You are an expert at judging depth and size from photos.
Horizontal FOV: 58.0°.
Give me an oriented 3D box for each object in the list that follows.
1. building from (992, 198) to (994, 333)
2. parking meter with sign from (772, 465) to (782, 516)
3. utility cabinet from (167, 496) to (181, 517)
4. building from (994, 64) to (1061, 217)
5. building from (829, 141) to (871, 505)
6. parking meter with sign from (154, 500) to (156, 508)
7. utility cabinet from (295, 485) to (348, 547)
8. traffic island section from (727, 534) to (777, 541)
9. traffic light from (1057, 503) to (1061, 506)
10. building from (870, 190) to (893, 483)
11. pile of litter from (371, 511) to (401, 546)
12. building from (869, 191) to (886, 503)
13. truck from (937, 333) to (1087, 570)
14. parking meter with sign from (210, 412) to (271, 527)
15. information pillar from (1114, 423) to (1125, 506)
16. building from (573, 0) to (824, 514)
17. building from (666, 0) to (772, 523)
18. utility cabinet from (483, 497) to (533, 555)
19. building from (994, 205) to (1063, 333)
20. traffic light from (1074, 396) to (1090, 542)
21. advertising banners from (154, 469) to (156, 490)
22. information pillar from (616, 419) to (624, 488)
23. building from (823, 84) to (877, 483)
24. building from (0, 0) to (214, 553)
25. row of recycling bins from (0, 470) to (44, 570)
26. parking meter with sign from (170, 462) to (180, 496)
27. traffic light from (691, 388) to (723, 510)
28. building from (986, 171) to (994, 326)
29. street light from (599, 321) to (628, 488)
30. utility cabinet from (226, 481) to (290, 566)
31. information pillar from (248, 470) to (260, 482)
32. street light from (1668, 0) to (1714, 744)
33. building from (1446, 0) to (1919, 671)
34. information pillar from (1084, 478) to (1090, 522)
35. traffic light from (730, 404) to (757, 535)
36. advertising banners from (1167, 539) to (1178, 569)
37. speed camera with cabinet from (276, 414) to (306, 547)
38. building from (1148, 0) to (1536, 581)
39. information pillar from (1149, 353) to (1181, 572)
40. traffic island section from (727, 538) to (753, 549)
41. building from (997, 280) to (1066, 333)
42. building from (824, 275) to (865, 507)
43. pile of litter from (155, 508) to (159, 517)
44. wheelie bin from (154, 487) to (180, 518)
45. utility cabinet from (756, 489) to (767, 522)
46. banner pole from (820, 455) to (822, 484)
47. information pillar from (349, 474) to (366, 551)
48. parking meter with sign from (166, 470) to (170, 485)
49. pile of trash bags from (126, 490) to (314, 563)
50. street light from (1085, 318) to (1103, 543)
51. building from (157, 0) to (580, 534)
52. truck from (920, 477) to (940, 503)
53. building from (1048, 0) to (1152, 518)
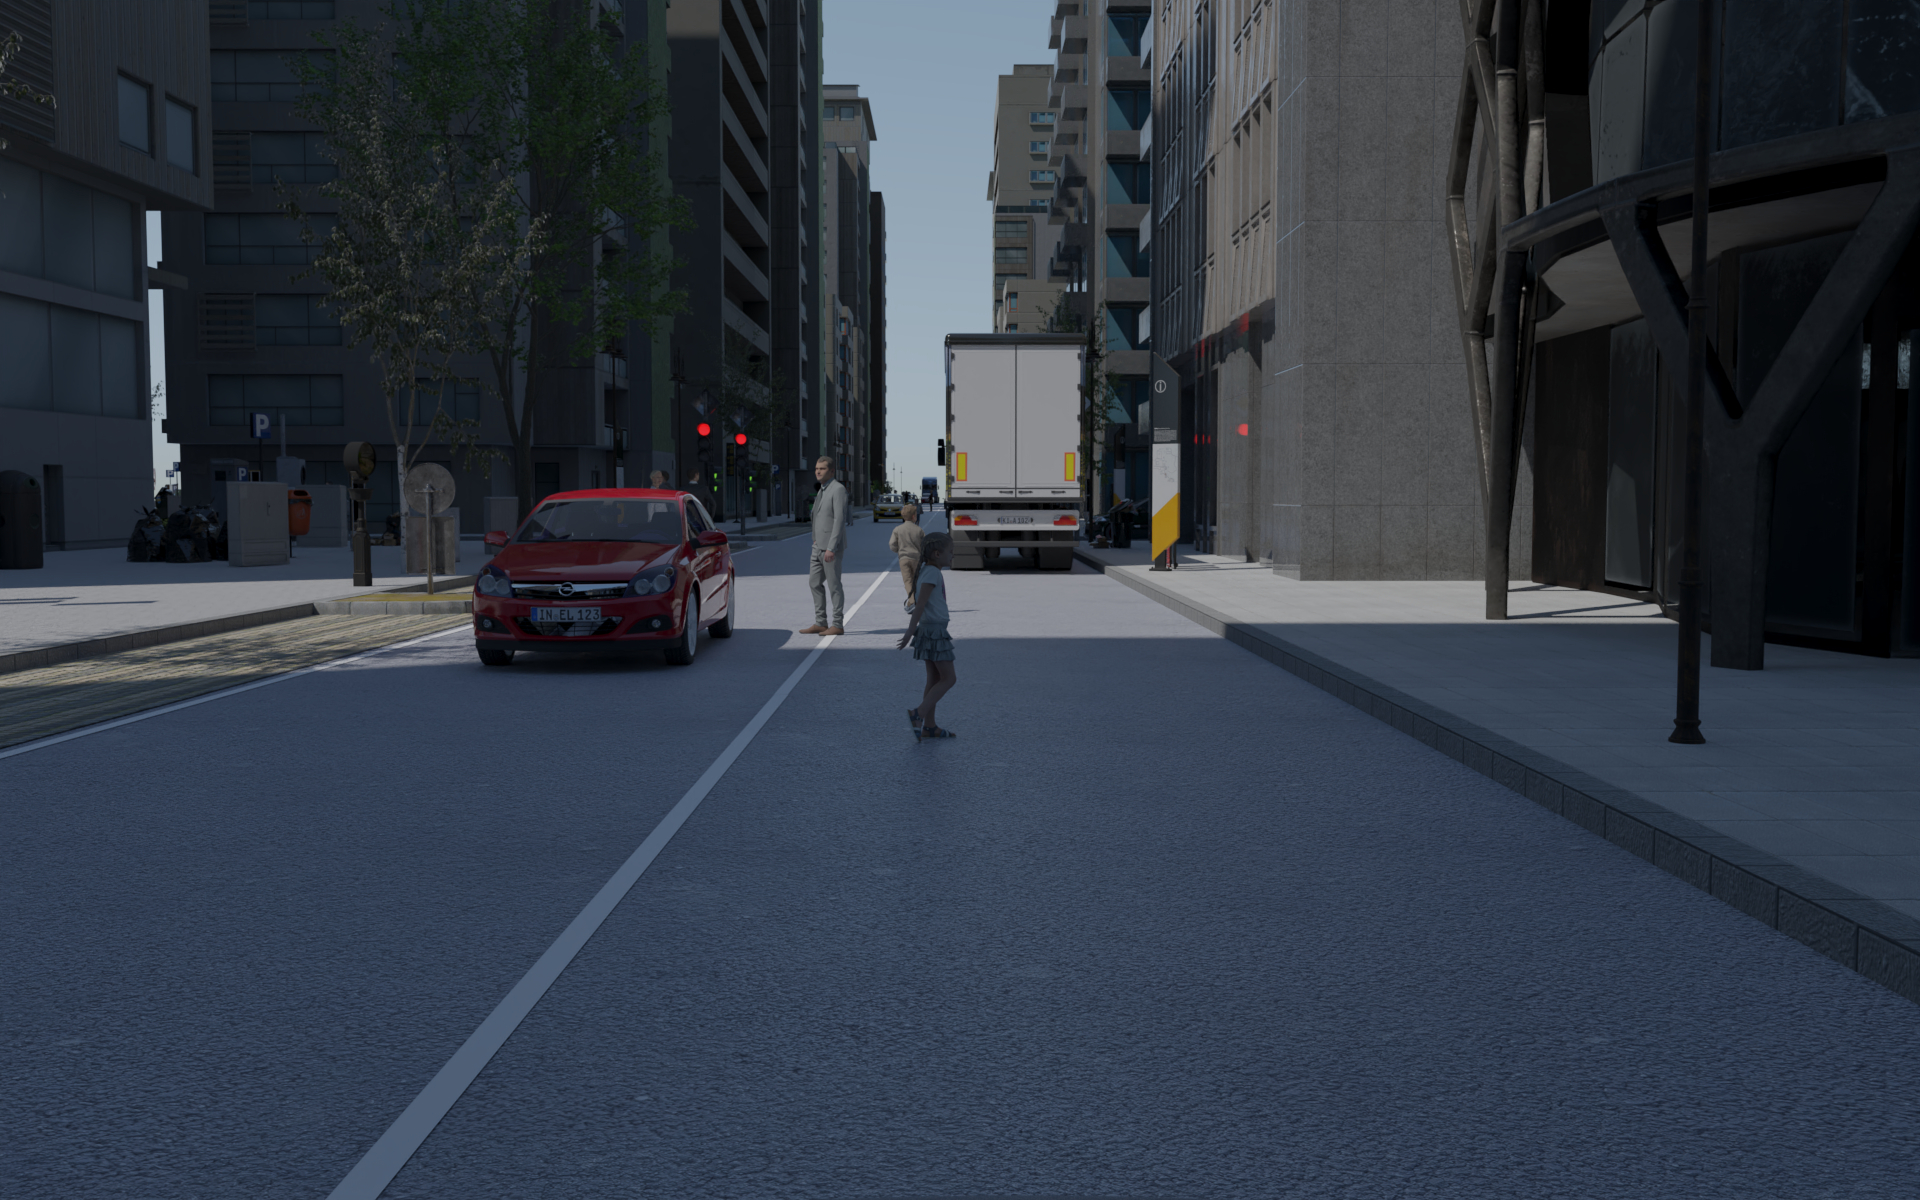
[{"bbox_3d":[15.822,-38.211,244.352,23.786,49.044,30.456,0,4,0],"label":"building"},{"bbox_3d":[-10.795,-6.469,102.030,0.543,3.016,1.738,-1,4,-14],"label":"parking meter with sign"},{"bbox_3d":[-33.519,-3.876,74.535,1.020,1.237,0.306,-1,4,-10],"label":"utility cabinet"},{"bbox_3d":[14.638,-34.798,192.650,21.300,48.544,21.600,0,4,0],"label":"building"},{"bbox_3d":[-17.505,-31.271,194.875,14.154,41.232,14.086,0,4,0],"label":"building"},{"bbox_3d":[-53.532,-7.183,113.695,0.543,3.016,1.738,1,4,19],"label":"parking meter with sign"},{"bbox_3d":[-15.393,-2.024,41.766,1.173,1.500,0.318,1,4,10],"label":"utility cabinet"},{"bbox_3d":[-6.793,-1.943,54.048,2.009,0.180,2.903,0,4,0],"label":"traffic island section"},{"bbox_3d":[3.058,-3.979,53.971,0.839,4.253,0.868,0,4,0],"label":"traffic light"},{"bbox_3d":[-22.794,-39.858,271.281,23.786,49.044,30.456,0,4,0],"label":"building"},{"bbox_3d":[-14.292,-1.785,43.144,1.176,0.858,1.719,-2,4,-30],"label":"pile of litter"},{"bbox_3d":[-17.847,-36.637,249.129,14.600,45.320,14.200,0,4,0],"label":"building"},{"bbox_3d":[0.928,-2.867,35.783,2.839,4.237,11.283,0,4,0],"label":"truck"},{"bbox_3d":[-15.802,-2.523,37.505,1.738,3.016,0.543,1,4,18],"label":"parking meter with sign"},{"bbox_3d":[5.283,-4.031,57.265,0.504,3.616,0.183,-3,5,-43],"label":"information pillar"},{"bbox_3d":[-16.397,-26.288,113.399,14.154,41.232,14.086,0,4,0],"label":"building"},{"bbox_3d":[-21.223,-28.276,86.022,21.300,48.544,21.600,0,4,0],"label":"building"},{"bbox_3d":[-9.663,-1.586,37.095,1.020,1.237,0.306,-3,5,-44],"label":"utility cabinet"},{"bbox_3d":[10.395,-24.689,175.363,14.160,30.474,14.107,0,4,0],"label":"building"},{"bbox_3d":[3.092,-3.490,45.986,0.839,4.253,0.868,0,4,0],"label":"traffic light"},{"bbox_3d":[-55.132,-7.459,118.147,0.090,3.025,2.074,-3,4,-39],"label":"advertising banners"},{"bbox_3d":[-10.496,-3.786,53.257,0.183,3.616,0.504,1,4,15],"label":"information pillar"},{"bbox_3d":[-25.666,-39.037,227.492,28.713,52.752,27.495,0,4,0],"label":"building"},{"bbox_3d":[-32.333,-26.997,30.642,27.495,52.752,28.713,0,4,0],"label":"building"},{"bbox_3d":[-16.916,-1.306,28.474,1.069,1.692,3.534,2,4,29],"label":"row of recycling bins"},{"bbox_3d":[-41.713,-5.977,93.985,0.543,3.016,1.738,2,4,33],"label":"parking meter with sign"},{"bbox_3d":[-6.719,-3.487,45.929,0.839,4.253,0.868,0,4,0],"label":"traffic light"},{"bbox_3d":[18.781,-41.879,273.961,28.713,52.752,27.495,0,4,0],"label":"building"},{"bbox_3d":[-8.814,-4.366,44.177,0.468,5.910,1.993,0,4,0],"label":"street light"},{"bbox_3d":[-12.496,-1.358,30.878,0.318,1.500,1.173,1,4,21],"label":"utility cabinet"},{"bbox_3d":[-22.029,-3.031,54.056,0.304,2.012,0.304,-3,5,-45],"label":"information pillar"},{"bbox_3d":[3.761,-2.201,8.781,0.468,5.910,1.993,0,4,0],"label":"street light"},{"bbox_3d":[13.487,-9.100,16.245,16.820,18.784,16.811,0,4,0],"label":"building"},{"bbox_3d":[5.944,-4.640,80.358,0.304,2.012,0.304,-1,4,-11],"label":"information pillar"},{"bbox_3d":[-6.753,-3.975,53.914,0.839,4.253,0.868,0,4,0],"label":"traffic light"},{"bbox_3d":[3.680,-2.089,30.346,0.090,3.025,2.074,0,4,1],"label":"advertising banners"},{"bbox_3d":[-16.502,-2.940,42.405,0.660,3.252,2.038,-1,4,-10],"label":"speed camera with cabinet"},{"bbox_3d":[10.978,-13.254,34.728,12.078,24.808,19.932,0,4,0],"label":"building"},{"bbox_3d":[3.402,-2.281,28.649,0.504,3.616,0.183,3,4,36],"label":"information pillar"},{"bbox_3d":[-6.759,-1.455,46.063,2.009,0.180,2.903,0,4,0],"label":"traffic island section"},{"bbox_3d":[17.491,-18.909,154.203,27.650,21.520,28.899,0,4,0],"label":"building"},{"bbox_3d":[-24.178,-20.120,173.996,27.650,21.520,28.899,0,4,0],"label":"building"},{"bbox_3d":[-29.506,-3.054,63.899,1.176,0.858,1.719,1,4,17],"label":"pile of litter"},{"bbox_3d":[-34.902,-4.166,76.030,0.693,1.594,0.980,0,4,-7],"label":"wheelie bin"},{"bbox_3d":[-9.006,-4.286,78.752,0.318,1.500,1.173,-1,4,-16],"label":"utility cabinet"},{"bbox_3d":[-8.746,-7.361,110.369,0.401,3.779,0.863,1,4,18],"label":"banner pole"},{"bbox_3d":[-13.502,-2.099,38.815,0.304,2.012,0.304,-2,4,-30],"label":"information pillar"},{"bbox_3d":[-56.143,-7.793,123.676,0.543,3.016,1.738,-3,5,-39],"label":"parking meter with sign"},{"bbox_3d":[-14.190,-1.461,33.640,1.912,1.369,3.447,3,4,39],"label":"pile of trash bags"},{"bbox_3d":[3.465,-4.455,45.624,0.468,5.910,1.993,0,4,0],"label":"street light"},{"bbox_3d":[-18.247,-23.050,60.463,14.154,41.232,14.086,0,4,0],"label":"building"},{"bbox_3d":[-4.617,-17.402,274.287,2.967,4.110,18.799,0,4,0],"label":"truck"},{"bbox_3d":[16.410,-29.150,96.212,23.786,49.044,30.456,0,4,0],"label":"building"}]
